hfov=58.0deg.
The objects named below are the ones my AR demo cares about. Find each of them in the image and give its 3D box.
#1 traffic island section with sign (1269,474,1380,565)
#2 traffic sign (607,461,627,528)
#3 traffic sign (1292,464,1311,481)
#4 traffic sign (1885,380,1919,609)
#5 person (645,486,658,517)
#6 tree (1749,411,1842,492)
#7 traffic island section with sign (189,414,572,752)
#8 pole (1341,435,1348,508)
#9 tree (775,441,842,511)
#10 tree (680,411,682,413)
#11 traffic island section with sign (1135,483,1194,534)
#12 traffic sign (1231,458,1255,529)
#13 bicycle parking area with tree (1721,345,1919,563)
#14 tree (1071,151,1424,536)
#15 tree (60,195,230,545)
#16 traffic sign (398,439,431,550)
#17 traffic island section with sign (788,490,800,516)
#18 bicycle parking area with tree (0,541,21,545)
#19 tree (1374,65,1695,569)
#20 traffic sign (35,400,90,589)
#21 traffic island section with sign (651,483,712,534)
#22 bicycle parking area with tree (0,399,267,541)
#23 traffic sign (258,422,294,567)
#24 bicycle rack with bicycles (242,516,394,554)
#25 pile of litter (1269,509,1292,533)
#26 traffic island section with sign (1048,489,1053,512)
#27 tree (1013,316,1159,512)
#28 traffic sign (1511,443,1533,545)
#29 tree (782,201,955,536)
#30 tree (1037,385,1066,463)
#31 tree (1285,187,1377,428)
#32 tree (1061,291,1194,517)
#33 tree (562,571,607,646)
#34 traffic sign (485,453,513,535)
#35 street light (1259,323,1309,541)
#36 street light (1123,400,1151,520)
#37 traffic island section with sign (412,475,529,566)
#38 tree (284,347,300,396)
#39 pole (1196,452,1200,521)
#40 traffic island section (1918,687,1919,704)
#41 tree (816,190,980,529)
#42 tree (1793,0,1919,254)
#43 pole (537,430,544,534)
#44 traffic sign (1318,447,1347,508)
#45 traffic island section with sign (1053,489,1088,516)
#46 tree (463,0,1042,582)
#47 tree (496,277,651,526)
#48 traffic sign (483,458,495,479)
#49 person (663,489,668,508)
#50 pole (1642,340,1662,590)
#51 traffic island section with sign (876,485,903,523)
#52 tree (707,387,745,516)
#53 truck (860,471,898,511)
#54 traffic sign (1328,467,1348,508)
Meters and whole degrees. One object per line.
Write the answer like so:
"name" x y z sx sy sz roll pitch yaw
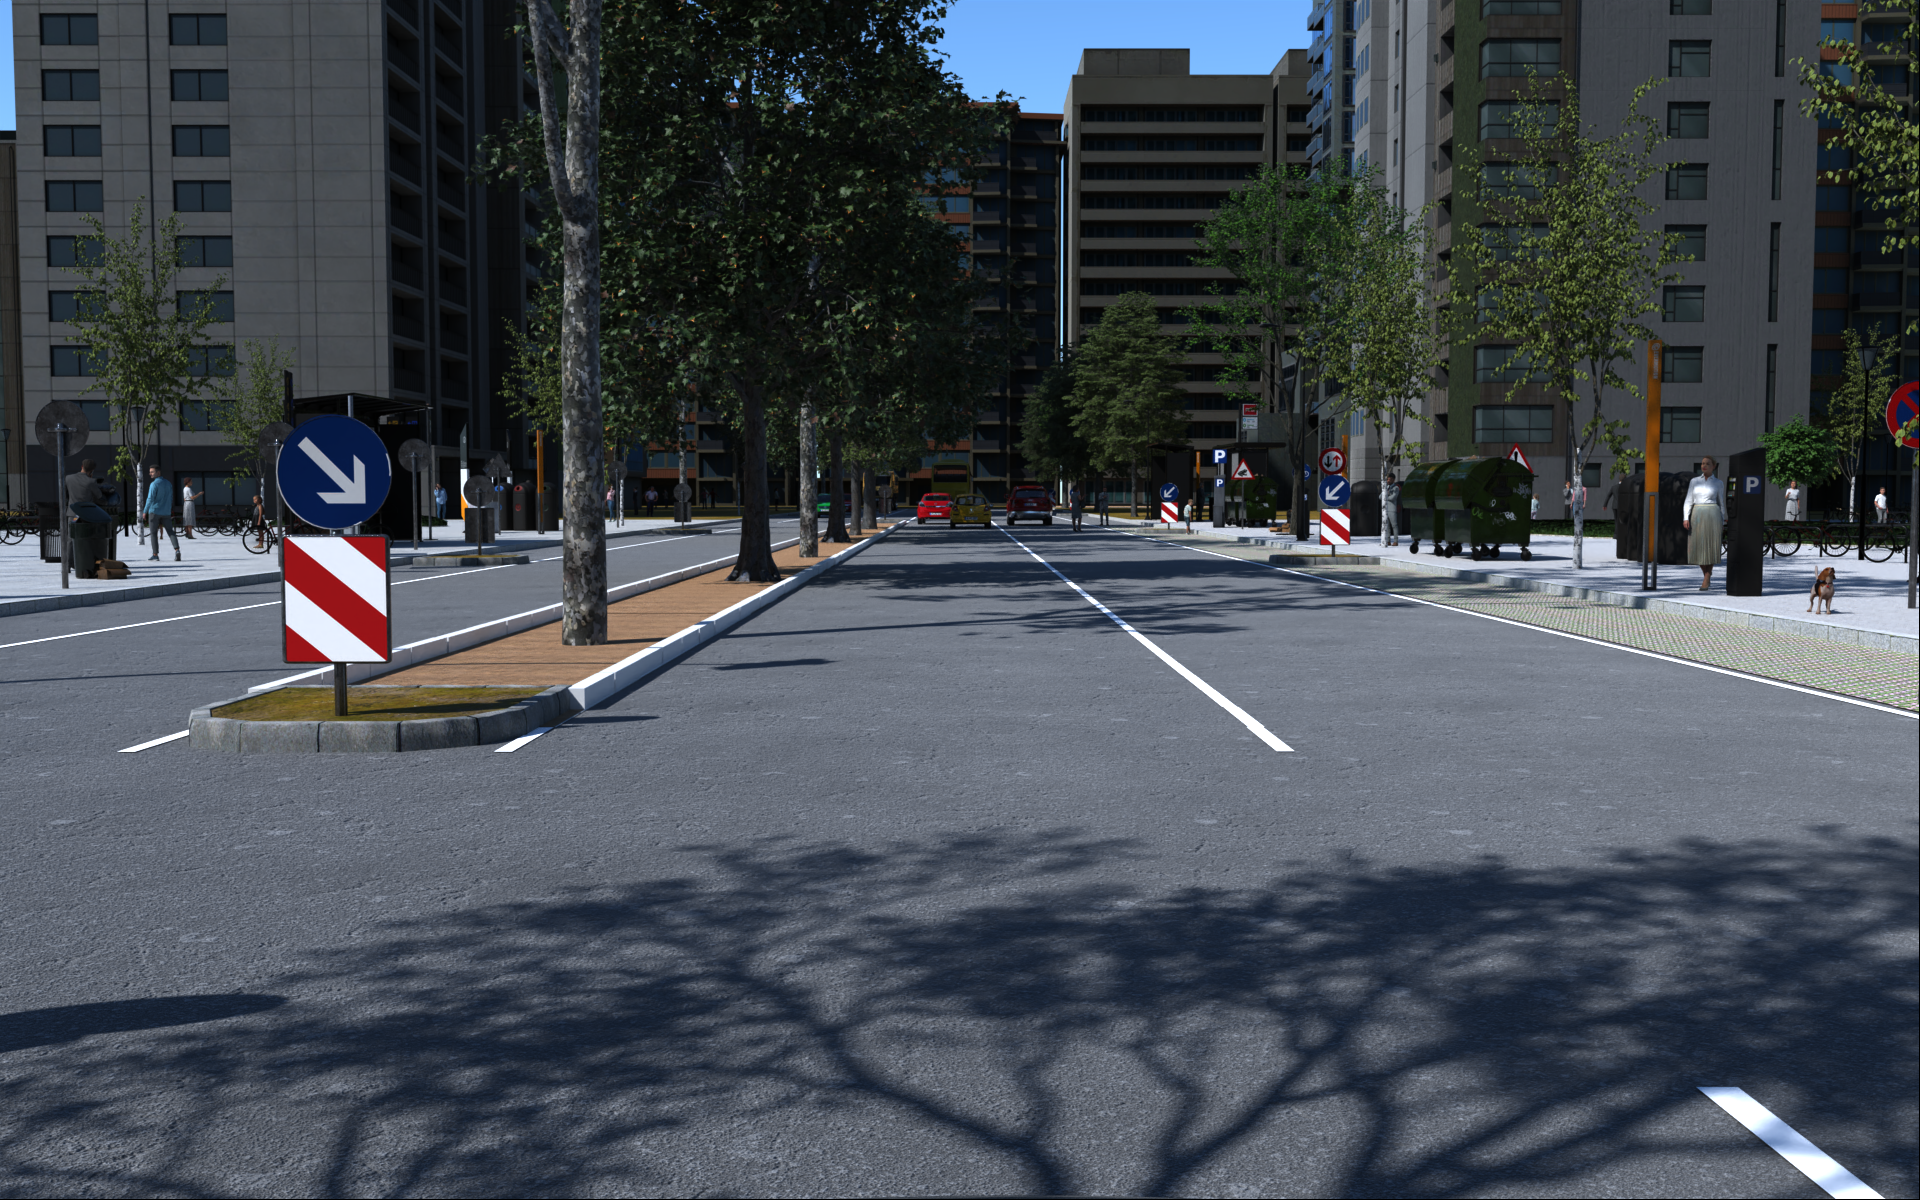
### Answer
"traffic island section with sign" 7.454 -1.658 35.730 1.989 1.847 2.006 0 3 0
"traffic sign" -13.099 -4.045 66.235 0.768 2.556 0.104 0 4 1
"traffic sign" 13.936 -4.321 70.755 0.768 2.556 0.104 0 4 8
"traffic sign" 10.680 -1.177 19.353 0.768 2.556 0.104 0 4 1
"person" -17.247 -5.499 96.884 0.756 1.711 0.436 -1 4 -18
"tree" 33.295 -5.225 69.139 4.285 4.588 4.351 0 3 0
"traffic island section with sign" -3.572 -0.147 10.544 2.006 1.907 1.989 0 3 0
"pole" 13.273 -4.035 59.820 0.158 3.312 0.155 0 3 0
"tree" -13.528 -13.286 151.644 8.767 10.594 7.601 1 4 16
"tree" -13.527 -7.305 69.795 4.737 8.622 4.395 0 3 0
"traffic island section with sign" 7.400 -3.320 62.910 1.989 1.847 2.006 0 3 0
"traffic sign" 10.280 -3.851 62.961 0.884 2.594 0.081 0 4 1
"bicycle parking area with tree" 19.578 -2.945 35.156 8.231 4.147 9.016 -1 4 -22
"tree" 10.469 -7.824 53.680 9.928 11.665 9.643 0 3 0
"tree" -20.585 -5.708 43.689 4.737 8.622 4.395 0 3 0
"traffic sign" -12.537 -2.429 39.821 0.768 2.556 0.104 0 4 1
"traffic island section with sign" -10.124 -6.361 112.633 1.989 1.847 2.006 0 3 0
"bicycle parking area with tree" -28.449 -3.352 41.809 8.231 4.147 9.016 3 4 39
"tree" 10.405 -4.829 29.322 4.737 8.622 4.395 0 3 0
"traffic sign" -12.157 -1.428 23.459 0.768 2.556 0.104 0 4 4
"traffic island section with sign" -10.015 -3.294 62.479 1.989 1.847 2.006 0 3 0
"bicycle parking area with tree" -25.899 -4.131 54.551 9.016 4.147 8.231 0 4 -7
"traffic sign" -11.988 -1.858 30.489 0.768 2.556 0.104 0 4 6
"bicycle rack with bicycles" -13.940 -1.511 38.080 2.925 0.926 2.852 0 4 -7
"pile of litter" 10.944 -2.700 58.105 1.176 0.858 1.719 0 4 8
"traffic island section with sign" 7.251 -8.012 139.616 1.989 1.847 2.006 0 3 0
"tree" 10.134 -13.394 125.646 9.857 13.997 8.962 0 3 0
"traffic sign" 14.074 -2.687 43.930 0.884 2.594 0.081 0 4 1
"tree" -3.701 -8.510 59.725 7.486 12.596 7.792 0 3 0
"tree" 10.036 -13.468 145.950 9.928 11.665 9.643 0 3 0
"tree" 10.033 -5.551 41.122 4.737 8.622 4.395 0 3 0
"tree" 9.429 -10.966 97.419 7.486 12.596 7.792 0 3 0
"tree" -4.776 -9.684 16.682 12.611 20.169 13.585 0 3 0
"traffic sign" -14.465 -3.324 54.352 0.884 2.594 0.081 0 4 1
"street light" 8.828 -4.568 47.234 1.470 5.913 1.316 0 3 0
"street light" 8.760 -6.918 85.656 1.470 5.913 1.316 0 3 0
"traffic island section with sign" -9.956 -1.645 35.523 1.989 1.847 2.006 0 3 0
"tree" -32.066 -7.873 79.089 4.737 8.622 4.395 0 3 0
"pole" 11.508 -5.494 83.676 0.158 3.312 0.155 0 3 0
"traffic island section" 7.510 0.696 10.907 2.009 0.180 2.903 0 3 0
"tree" -3.691 -9.823 69.726 9.857 13.997 8.962 0 3 0
"tree" 10.449 -4.031 16.276 4.737 8.622 4.395 0 3 0
"pole" -13.344 -3.747 55.101 0.158 3.312 0.155 0 3 0
"traffic sign" 10.136 -2.881 47.218 0.768 2.556 0.104 0 4 4
"traffic island section with sign" 7.295 -6.363 112.661 1.989 1.847 2.006 0 3 0
"tree" -3.373 -6.658 28.323 9.611 12.733 9.660 0 3 0
"tree" -13.111 -6.586 58.037 4.737 8.622 4.395 0 3 0
"traffic sign" -17.052 -3.882 63.203 0.795 2.593 0.064 0 4 8
"person" -26.584 -9.123 155.739 0.750 1.759 0.617 2 4 25
"pole" 9.203 -1.785 23.030 0.158 3.312 0.155 0 3 0
"traffic island section with sign" -3.742 -4.743 85.682 2.006 1.907 1.989 0 3 0
"tree" -12.991 -9.356 103.327 4.360 8.622 3.978 0 3 0
"truck" -6.893 -9.416 149.872 3.469 3.379 9.791 0 4 1
"traffic sign" 13.765 -3.864 63.277 0.768 2.556 0.104 0 4 2
